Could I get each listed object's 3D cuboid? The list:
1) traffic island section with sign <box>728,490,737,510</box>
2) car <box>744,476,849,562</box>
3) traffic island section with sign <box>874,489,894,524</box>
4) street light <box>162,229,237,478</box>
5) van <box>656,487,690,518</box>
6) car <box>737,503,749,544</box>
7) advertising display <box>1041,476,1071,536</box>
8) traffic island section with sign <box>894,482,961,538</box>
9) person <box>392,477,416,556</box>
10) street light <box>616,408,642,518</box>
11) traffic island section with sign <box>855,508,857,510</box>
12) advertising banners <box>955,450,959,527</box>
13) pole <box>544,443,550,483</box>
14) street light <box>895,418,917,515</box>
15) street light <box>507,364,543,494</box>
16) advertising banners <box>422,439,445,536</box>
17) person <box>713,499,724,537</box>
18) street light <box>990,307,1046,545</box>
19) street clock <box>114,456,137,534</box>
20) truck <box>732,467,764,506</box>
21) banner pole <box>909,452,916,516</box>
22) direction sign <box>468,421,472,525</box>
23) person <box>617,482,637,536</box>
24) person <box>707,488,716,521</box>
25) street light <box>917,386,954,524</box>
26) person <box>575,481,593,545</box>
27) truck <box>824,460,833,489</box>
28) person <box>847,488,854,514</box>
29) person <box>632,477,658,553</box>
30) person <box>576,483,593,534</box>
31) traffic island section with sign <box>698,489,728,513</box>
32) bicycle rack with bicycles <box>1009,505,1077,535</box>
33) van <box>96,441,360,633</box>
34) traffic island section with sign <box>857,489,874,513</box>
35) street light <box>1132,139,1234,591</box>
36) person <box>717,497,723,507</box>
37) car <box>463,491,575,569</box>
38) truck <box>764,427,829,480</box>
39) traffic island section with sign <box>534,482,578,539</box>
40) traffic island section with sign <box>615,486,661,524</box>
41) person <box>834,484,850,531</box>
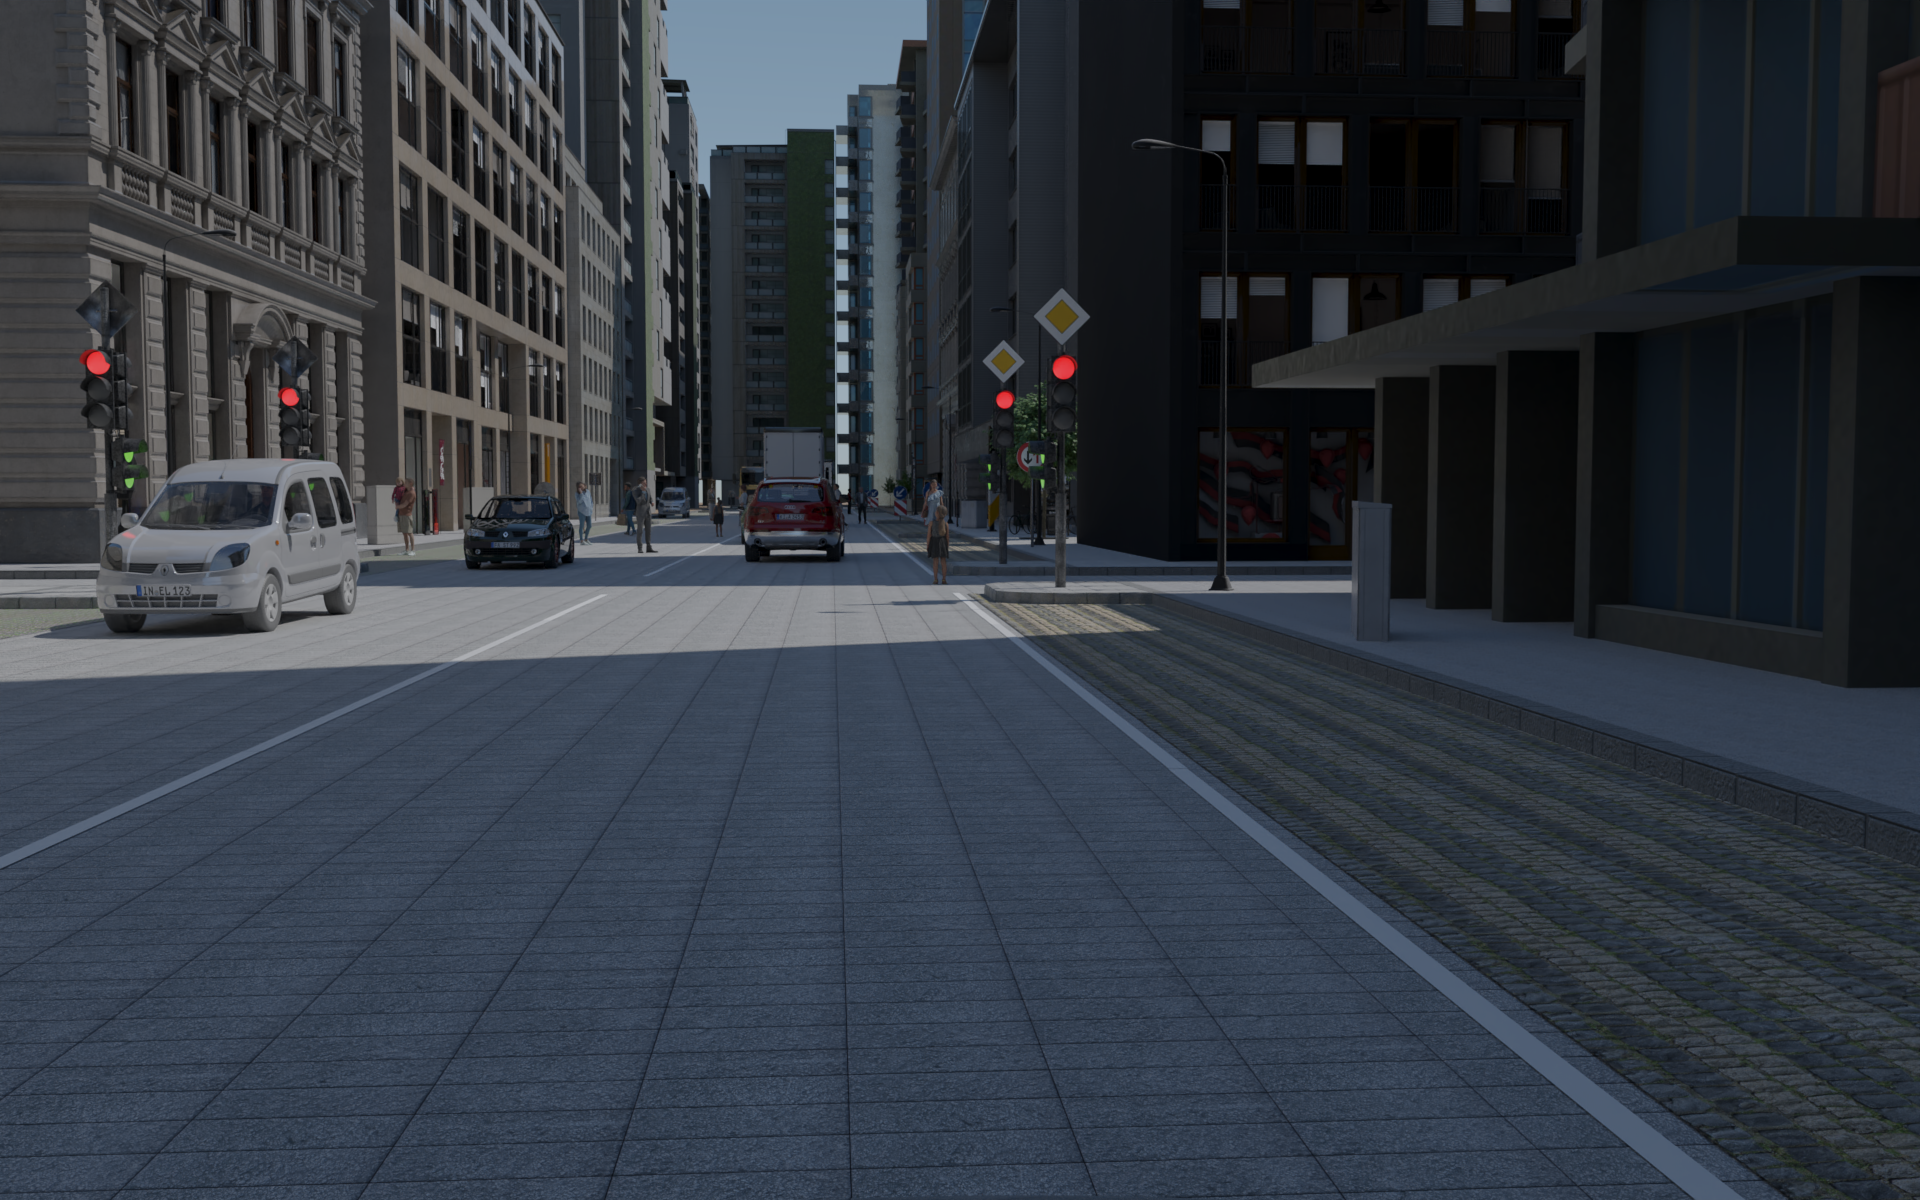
[{"bbox_3d":[-21.092,-9.289,160.497,1.989,1.847,2.006,0,4,-4],"label":"traffic island section with sign"},{"bbox_3d":[-3.598,-1.805,38.191,2.281,1.827,5.304,0,4,-2],"label":"car"},{"bbox_3d":[-3.017,-4.583,83.552,1.989,1.847,2.006,0,4,-4],"label":"traffic island section with sign"},{"bbox_3d":[-13.381,-3.544,30.482,1.470,5.913,1.316,0,4,-4],"label":"street light"},{"bbox_3d":[-17.023,-5.878,103.118,2.013,2.044,4.112,0,4,-5],"label":"van"},{"bbox_3d":[-5.527,-2.408,51.164,2.131,1.459,4.920,0,4,-6],"label":"car"},{"bbox_3d":[2.915,-2.945,53.365,0.974,1.923,0.123,1,4,9],"label":"advertising display"},{"bbox_3d":[-1.029,-2.932,56.564,1.989,1.847,2.006,0,4,-4],"label":"traffic island section with sign"},{"bbox_3d":[-12.890,-1.942,40.220,0.580,1.828,0.573,0,4,0],"label":"person"},{"bbox_3d":[-17.802,-7.383,93.255,1.470,5.913,1.316,0,4,-4],"label":"street light"},{"bbox_3d":[-8.715,-9.269,160.169,1.989,1.847,2.006,0,4,-4],"label":"traffic island section with sign"},{"bbox_3d":[-0.119,-4.394,68.035,0.090,3.025,2.074,0,4,-2],"label":"advertising banners"},{"bbox_3d":[-16.629,-4.647,69.817,0.158,3.312,0.155,0,3,0],"label":"pole"},{"bbox_3d":[-3.248,-8.170,106.122,1.470,5.913,1.316,0,4,-4],"label":"street light"},{"bbox_3d":[-15.553,-5.464,61.872,1.470,5.913,1.316,0,4,-4],"label":"street light"},{"bbox_3d":[-16.496,-3.558,54.367,0.090,3.025,2.074,0,4,2],"label":"advertising banners"},{"bbox_3d":[-8.063,-2.730,57.813,0.362,1.253,0.373,0,4,-2],"label":"person"},{"bbox_3d":[1.442,-4.320,43.178,1.470,5.913,1.316,0,4,-4],"label":"street light"},{"bbox_3d":[-14.886,-1.608,30.853,0.471,2.002,0.358,2,4,29],"label":"street clock"},{"bbox_3d":[-14.407,-7.894,124.987,3.469,3.379,9.791,0,4,-3],"label":"truck"},{"bbox_3d":[-2.777,-6.905,102.909,0.401,3.779,0.863,-1,4,-19],"label":"banner pole"},{"bbox_3d":[-15.279,-3.796,54.068,0.379,3.537,0.876,-1,4,-20],"label":"direction sign"},{"bbox_3d":[-11.277,-3.083,58.896,0.713,1.824,0.794,2,4,27],"label":"person"},{"bbox_3d":[-13.139,-5.066,91.877,0.362,1.759,0.519,3,4,36],"label":"person"},{"bbox_3d":[-0.964,-6.239,74.550,1.470,5.913,1.316,0,4,-4],"label":"street light"},{"bbox_3d":[-10.506,-2.424,48.394,0.793,1.790,0.793,0,4,3],"label":"person"},{"bbox_3d":[-12.071,-9.626,146.293,2.839,4.237,11.283,0,4,-5],"label":"truck"},{"bbox_3d":[-7.766,-6.956,122.194,0.705,1.831,1.348,-1,4,-23],"label":"person"},{"bbox_3d":[-7.607,-2.061,42.007,0.447,1.846,0.655,2,4,35],"label":"person"},{"bbox_3d":[-13.493,-3.267,61.940,0.581,1.822,0.654,1,4,21],"label":"person"},{"bbox_3d":[-19.046,-7.604,132.955,1.989,1.847,2.006,0,4,-4],"label":"traffic island section with sign"},{"bbox_3d":[2.815,-2.555,55.157,2.925,0.926,2.852,-2,4,-30],"label":"bicycle rack with bicycles"},{"bbox_3d":[-8.031,-0.749,19.253,2.013,2.044,4.112,0,4,-3],"label":"van"},{"bbox_3d":[-6.720,-7.624,133.287,1.989,1.847,2.006,0,4,-4],"label":"traffic island section with sign"},{"bbox_3d":[2.947,-3.080,22.892,1.470,5.913,1.316,0,4,-4],"label":"street light"},{"bbox_3d":[-14.644,-5.655,105.644,0.352,1.250,0.332,-2,4,-27],"label":"person"},{"bbox_3d":[-8.724,-1.508,34.448,2.009,1.686,4.222,0,4,-6],"label":"car"},{"bbox_3d":[-7.384,-5.472,78.378,2.839,4.237,11.283,0,4,-4],"label":"truck"},{"bbox_3d":[-13.298,-2.861,55.403,1.989,1.847,2.006,0,4,-4],"label":"traffic island section with sign"},{"bbox_3d":[-15.290,-4.507,82.315,1.989,1.847,2.006,0,4,-4],"label":"traffic island section with sign"},{"bbox_3d":[-4.645,-3.592,67.075,0.795,1.843,0.661,0,4,6],"label":"person"}]
